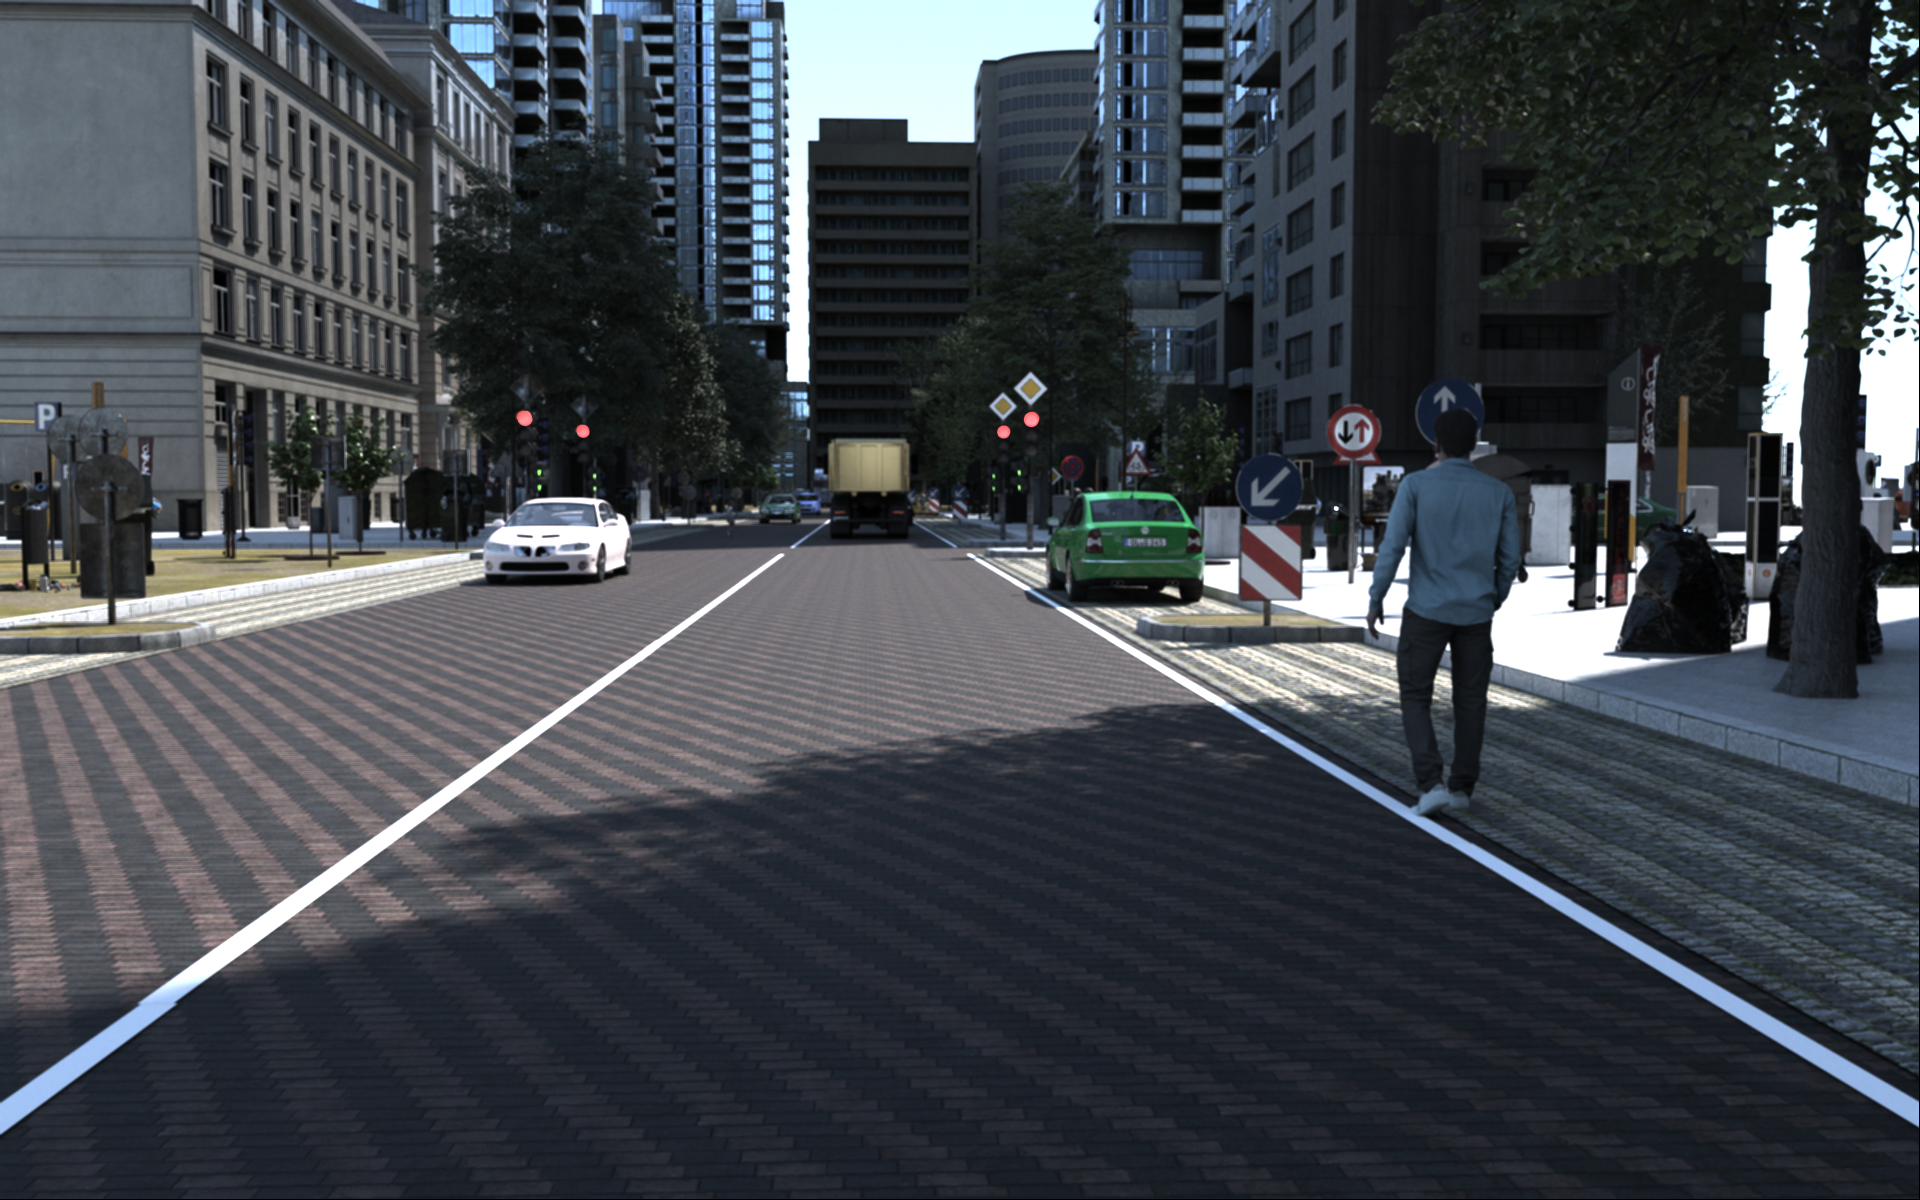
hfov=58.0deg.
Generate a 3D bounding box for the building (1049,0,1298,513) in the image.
[{"bbox_3d":[19.865,-51.067,147.622,22.319,86.520,31.000,0,4,-3],"label":"building"}]

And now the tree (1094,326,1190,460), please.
[{"bbox_3d":[7.734,-7.600,74.615,4.737,8.622,4.395,0,3,0],"label":"tree"}]

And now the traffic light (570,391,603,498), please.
[{"bbox_3d":[-10.181,-3.560,47.128,0.839,4.253,0.868,0,4,-3],"label":"traffic light"}]

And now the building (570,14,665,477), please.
[{"bbox_3d":[-45.597,-33.892,173.744,30.456,49.044,23.786,0,4,-3],"label":"building"}]

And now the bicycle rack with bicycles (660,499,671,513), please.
[{"bbox_3d":[-20.247,-6.461,119.018,2.852,0.926,2.925,3,5,42],"label":"bicycle rack with bicycles"}]

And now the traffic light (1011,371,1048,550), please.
[{"bbox_3d":[1.595,-3.111,39.782,0.839,4.253,0.868,0,4,-3],"label":"traffic light"}]

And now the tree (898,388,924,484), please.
[{"bbox_3d":[-1.920,-14.949,162.550,7.486,12.596,7.792,0,3,0],"label":"tree"}]

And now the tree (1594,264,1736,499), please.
[{"bbox_3d":[22.103,-6.407,55.123,4.360,8.622,3.978,0,3,0],"label":"tree"}]

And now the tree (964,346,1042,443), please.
[{"bbox_3d":[2.382,-8.202,84.466,4.360,8.622,3.978,0,3,0],"label":"tree"}]

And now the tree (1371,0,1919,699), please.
[{"bbox_3d":[5.817,-5.678,10.969,7.486,12.596,7.792,0,3,0],"label":"tree"}]

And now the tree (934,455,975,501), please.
[{"bbox_3d":[-0.251,-8.857,128.528,4.285,4.588,4.351,0,3,0],"label":"tree"}]

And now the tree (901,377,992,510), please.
[{"bbox_3d":[-0.827,-12.497,138.734,7.601,10.594,8.767,1,4,19],"label":"tree"}]

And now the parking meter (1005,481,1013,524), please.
[{"bbox_3d":[2.083,-4.240,75.032,0.399,1.863,0.255,3,5,41],"label":"parking meter"}]

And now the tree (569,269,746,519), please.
[{"bbox_3d":[-15.778,-10.501,88.703,9.611,12.733,9.660,0,3,0],"label":"tree"}]

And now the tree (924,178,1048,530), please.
[{"bbox_3d":[3.400,-8.824,62.399,7.486,12.596,7.792,0,3,0],"label":"tree"}]

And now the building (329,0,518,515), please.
[{"bbox_3d":[-33.238,-19.005,96.639,13.634,28.700,20.117,0,4,-3],"label":"building"}]

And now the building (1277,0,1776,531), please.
[{"bbox_3d":[20.473,-17.956,65.290,14.107,30.474,14.160,0,4,-3],"label":"building"}]

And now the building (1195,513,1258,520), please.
[{"bbox_3d":[23.569,-47.836,94.793,22.319,86.520,31.000,0,4,-3],"label":"building"}]

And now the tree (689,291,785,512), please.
[{"bbox_3d":[-16.487,-12.156,105.413,9.857,13.997,8.962,0,3,0],"label":"tree"}]

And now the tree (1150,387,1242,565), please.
[{"bbox_3d":[4.305,-2.266,31.655,1.663,3.219,1.824,0,3,0],"label":"tree"}]

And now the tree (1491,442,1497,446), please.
[{"bbox_3d":[16.567,-3.744,55.813,1.663,3.219,1.824,0,3,0],"label":"tree"}]

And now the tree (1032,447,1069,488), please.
[{"bbox_3d":[6.293,-8.302,119.455,4.285,4.588,4.351,0,3,0],"label":"tree"}]

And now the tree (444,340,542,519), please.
[{"bbox_3d":[-21.146,-7.906,79.633,4.737,8.622,4.395,0,3,0],"label":"tree"}]

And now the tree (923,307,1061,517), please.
[{"bbox_3d":[1.811,-10.365,95.224,9.928,11.665,9.643,0,3,0],"label":"tree"}]

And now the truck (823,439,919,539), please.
[{"bbox_3d":[-3.077,-3.877,59.318,3.469,3.379,9.791,0,4,-3],"label":"truck"}]

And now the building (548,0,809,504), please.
[{"bbox_3d":[-35.250,-55.797,224.946,31.000,86.520,22.319,0,4,-3],"label":"building"}]

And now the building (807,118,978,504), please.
[{"bbox_3d":[-8.951,-36.889,226.828,21.600,48.544,21.300,0,4,-3],"label":"building"}]

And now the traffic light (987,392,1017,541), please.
[{"bbox_3d":[1.163,-3.598,47.756,0.839,4.253,0.868,0,4,-3],"label":"traffic light"}]

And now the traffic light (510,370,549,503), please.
[{"bbox_3d":[-9.749,-3.072,39.155,0.839,4.253,0.868,0,4,-3],"label":"traffic light"}]

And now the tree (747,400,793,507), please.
[{"bbox_3d":[-19.923,-14.737,166.707,9.928,11.665,9.643,0,3,0],"label":"tree"}]

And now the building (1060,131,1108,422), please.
[{"bbox_3d":[23.716,-29.677,177.108,32.217,40.220,23.993,0,4,-3],"label":"building"}]

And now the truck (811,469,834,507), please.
[{"bbox_3d":[-14.709,-12.189,189.045,2.967,4.110,18.799,0,4,-5],"label":"truck"}]

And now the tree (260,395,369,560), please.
[{"bbox_3d":[-12.876,-2.405,33.927,1.663,3.219,1.824,0,3,0],"label":"tree"}]

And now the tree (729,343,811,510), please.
[{"bbox_3d":[-17.580,-13.953,138.507,12.009,13.543,11.850,0,3,0],"label":"tree"}]

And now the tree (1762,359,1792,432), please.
[{"bbox_3d":[29.968,-7.197,68.030,4.737,8.622,4.395,0,3,0],"label":"tree"}]

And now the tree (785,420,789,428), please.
[{"bbox_3d":[-16.940,-13.158,121.781,9.857,13.997,8.962,0,3,0],"label":"tree"}]

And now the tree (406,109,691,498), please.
[{"bbox_3d":[-13.901,-9.317,58.996,9.857,13.997,8.962,0,3,0],"label":"tree"}]

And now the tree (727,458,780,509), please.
[{"bbox_3d":[-18.759,-10.148,149.627,4.285,4.588,4.351,0,3,0],"label":"tree"}]

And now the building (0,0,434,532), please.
[{"bbox_3d":[-33.528,-14.583,71.722,16.112,22.955,30.059,0,4,-3],"label":"building"}]

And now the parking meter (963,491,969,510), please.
[{"bbox_3d":[0.411,-6.373,112.607,0.372,1.533,0.369,0,3,0],"label":"parking meter"}]

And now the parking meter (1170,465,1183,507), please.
[{"bbox_3d":[4.363,-1.788,34.951,0.255,1.863,0.399,1,4,10],"label":"parking meter"}]

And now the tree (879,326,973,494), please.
[{"bbox_3d":[-2.961,-20.640,193.356,12.611,20.169,13.585,0,3,0],"label":"tree"}]

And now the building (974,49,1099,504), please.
[{"bbox_3d":[16.417,-41.958,228.018,28.212,58.520,21.231,0,4,-3],"label":"building"}]

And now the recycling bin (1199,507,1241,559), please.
[{"bbox_3d":[5.186,-1.351,34.636,0.722,1.027,0.722,0,4,-2],"label":"recycling bin"}]

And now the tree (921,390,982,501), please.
[{"bbox_3d":[-0.263,-10.104,115.560,4.737,8.622,4.395,0,3,0],"label":"tree"}]

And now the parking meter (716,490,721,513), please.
[{"bbox_3d":[-16.662,-6.804,119.650,0.372,1.533,0.369,0,3,0],"label":"parking meter"}]

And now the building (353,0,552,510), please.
[{"bbox_3d":[-39.879,-50.301,135.098,22.319,86.520,31.000,0,4,-3],"label":"building"}]

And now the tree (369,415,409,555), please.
[{"bbox_3d":[-12.885,-2.585,36.870,1.663,3.219,1.824,0,3,0],"label":"tree"}]
